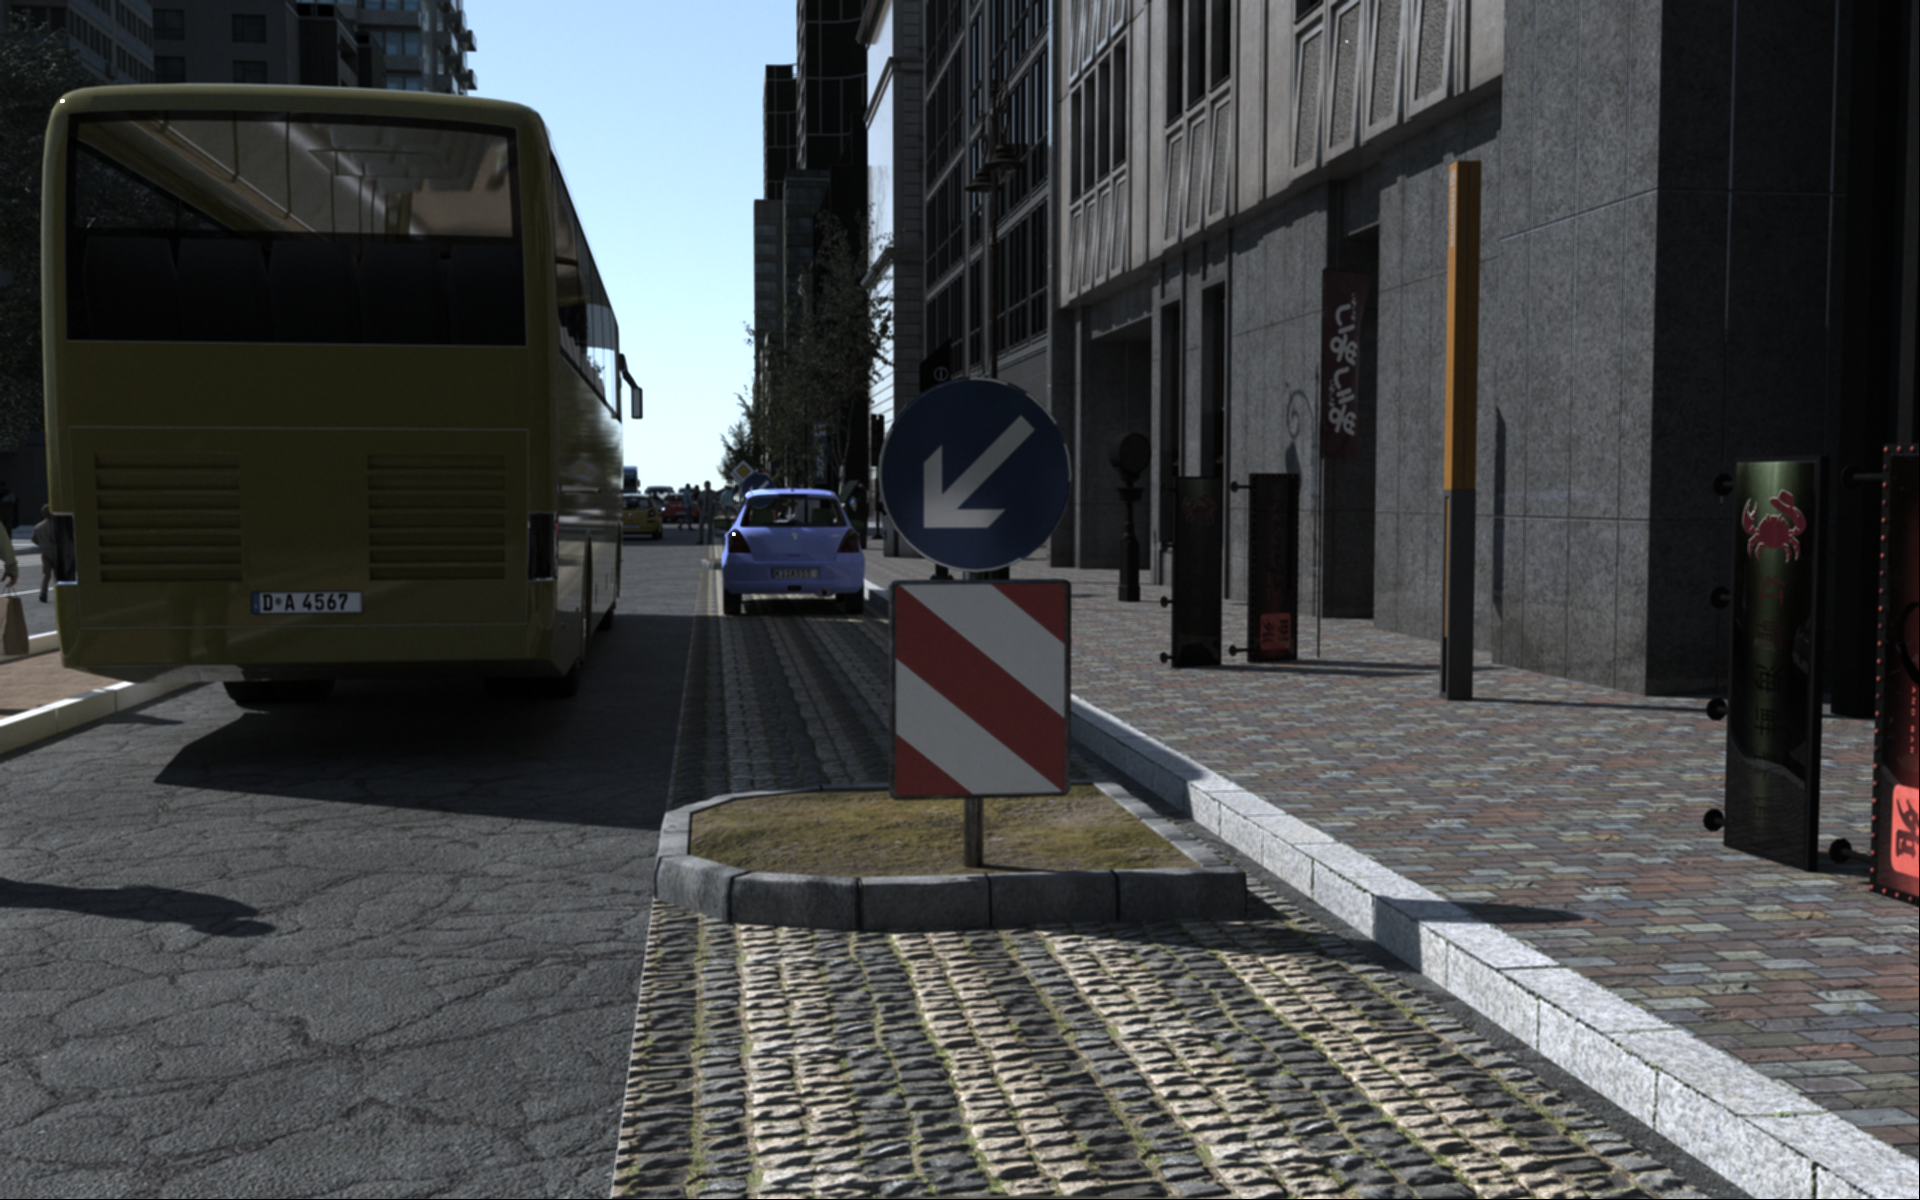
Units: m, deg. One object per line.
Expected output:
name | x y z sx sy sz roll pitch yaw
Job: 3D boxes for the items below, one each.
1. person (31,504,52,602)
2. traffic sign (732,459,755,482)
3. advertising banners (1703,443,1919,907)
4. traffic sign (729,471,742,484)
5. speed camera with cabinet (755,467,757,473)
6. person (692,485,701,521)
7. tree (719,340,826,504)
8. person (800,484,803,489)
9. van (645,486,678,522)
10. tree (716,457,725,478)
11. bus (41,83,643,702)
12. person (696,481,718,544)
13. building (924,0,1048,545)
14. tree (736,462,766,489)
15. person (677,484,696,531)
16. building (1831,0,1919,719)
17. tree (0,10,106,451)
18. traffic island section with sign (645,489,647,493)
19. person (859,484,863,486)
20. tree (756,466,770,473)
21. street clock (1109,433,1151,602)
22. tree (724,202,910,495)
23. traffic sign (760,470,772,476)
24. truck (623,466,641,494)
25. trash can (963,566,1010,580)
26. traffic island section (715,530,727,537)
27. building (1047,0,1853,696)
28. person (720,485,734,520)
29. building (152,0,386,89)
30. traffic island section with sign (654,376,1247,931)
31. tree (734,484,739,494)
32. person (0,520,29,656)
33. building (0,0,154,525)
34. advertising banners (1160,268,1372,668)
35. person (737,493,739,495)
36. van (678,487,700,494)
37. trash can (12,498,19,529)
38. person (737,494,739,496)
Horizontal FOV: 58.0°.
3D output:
person | -12.130 -0.631 23.087 0.475 1.303 0.640 -1 4 -8
traffic sign | -7.252 -3.425 58.191 0.795 2.593 0.064 -1 4 -8
advertising banners | 2.997 -0.557 5.295 0.090 3.025 2.074 -1 4 -12
traffic sign | -8.387 -3.909 66.095 0.795 2.593 0.064 -1 4 -8
speed camera with cabinet | -13.968 -7.976 124.747 2.038 3.252 0.660 0 4 6
person | -13.845 -5.078 90.884 0.474 1.900 0.648 -1 4 -19
tree | -8.311 -8.052 82.012 4.737 8.622 4.395 0 3 0
person | -7.832 -4.923 86.813 0.520 1.790 0.573 -2 4 -25
van | -15.743 -5.147 91.169 2.013 2.044 4.112 0 4 -7
tree | -37.576 -20.401 283.922 4.360 8.622 3.978 0 3 0
bus | -4.329 -1.427 14.879 2.896 3.916 12.252 -1 4 -9
person | -7.281 -2.522 49.827 0.635 1.810 0.391 0 4 -3
building | 7.340 -15.316 43.927 14.314 27.812 24.014 -1 4 -8
tree | -19.124 -10.705 158.737 4.285 4.588 4.351 0 3 0
person | -10.696 -3.627 67.656 0.748 1.841 0.638 -1 4 -19
building | 12.296 -10.568 2.467 12.332 23.373 15.834 -1 4 -8
tree | -24.189 -8.554 46.520 9.857 13.997 8.962 0 3 0
traffic island section with sign | -25.062 -8.026 139.357 2.006 1.907 1.989 -1 4 -8
person | -4.766 -4.663 82.680 0.834 1.777 0.661 -1 4 -8
tree | -12.847 -7.273 113.523 1.663 3.219 1.824 0 3 0
street clock | 2.026 -0.986 20.685 0.471 2.002 0.358 -2 4 -30
tree | -3.148 -5.722 43.914 4.360 8.622 3.978 0 3 0
traffic sign | -10.317 -5.609 91.818 0.768 2.556 0.104 0 4 -8
truck | -32.809 -11.118 171.532 2.967 4.110 18.799 0 4 -8
trash can | 0.338 -0.652 22.307 0.748 1.137 0.748 0 3 0
traffic island section | -7.230 -2.202 58.277 2.009 0.180 2.903 -1 4 -8
building | 8.887 -12.409 20.905 12.078 24.808 19.932 -1 4 -8
person | -10.932 -4.454 81.190 0.638 1.841 0.748 1 4 9
building | -42.262 -20.232 102.497 14.160 30.474 14.107 -1 4 -8
traffic island section with sign | -0.156 0.123 6.624 1.989 1.847 2.006 -1 4 -8
tree | -18.758 -9.740 153.851 1.663 3.219 1.824 0 3 0
person | -6.634 -0.155 11.516 0.782 1.767 0.515 -1 4 -19
building | -49.145 -23.368 73.940 32.217 40.220 23.993 -1 4 -8
advertising banners | 2.373 -1.040 13.193 2.074 3.025 0.090 -2 4 -32
person | -34.882 -16.361 274.247 1.217 1.736 0.721 -1 4 -18
van | -16.903 -6.201 108.396 2.013 2.044 4.112 0 4 -6
trash can | -35.012 -3.187 63.754 0.748 1.137 0.748 0 3 0
person | -32.601 -15.397 257.866 1.350 1.814 0.705 1 4 10
